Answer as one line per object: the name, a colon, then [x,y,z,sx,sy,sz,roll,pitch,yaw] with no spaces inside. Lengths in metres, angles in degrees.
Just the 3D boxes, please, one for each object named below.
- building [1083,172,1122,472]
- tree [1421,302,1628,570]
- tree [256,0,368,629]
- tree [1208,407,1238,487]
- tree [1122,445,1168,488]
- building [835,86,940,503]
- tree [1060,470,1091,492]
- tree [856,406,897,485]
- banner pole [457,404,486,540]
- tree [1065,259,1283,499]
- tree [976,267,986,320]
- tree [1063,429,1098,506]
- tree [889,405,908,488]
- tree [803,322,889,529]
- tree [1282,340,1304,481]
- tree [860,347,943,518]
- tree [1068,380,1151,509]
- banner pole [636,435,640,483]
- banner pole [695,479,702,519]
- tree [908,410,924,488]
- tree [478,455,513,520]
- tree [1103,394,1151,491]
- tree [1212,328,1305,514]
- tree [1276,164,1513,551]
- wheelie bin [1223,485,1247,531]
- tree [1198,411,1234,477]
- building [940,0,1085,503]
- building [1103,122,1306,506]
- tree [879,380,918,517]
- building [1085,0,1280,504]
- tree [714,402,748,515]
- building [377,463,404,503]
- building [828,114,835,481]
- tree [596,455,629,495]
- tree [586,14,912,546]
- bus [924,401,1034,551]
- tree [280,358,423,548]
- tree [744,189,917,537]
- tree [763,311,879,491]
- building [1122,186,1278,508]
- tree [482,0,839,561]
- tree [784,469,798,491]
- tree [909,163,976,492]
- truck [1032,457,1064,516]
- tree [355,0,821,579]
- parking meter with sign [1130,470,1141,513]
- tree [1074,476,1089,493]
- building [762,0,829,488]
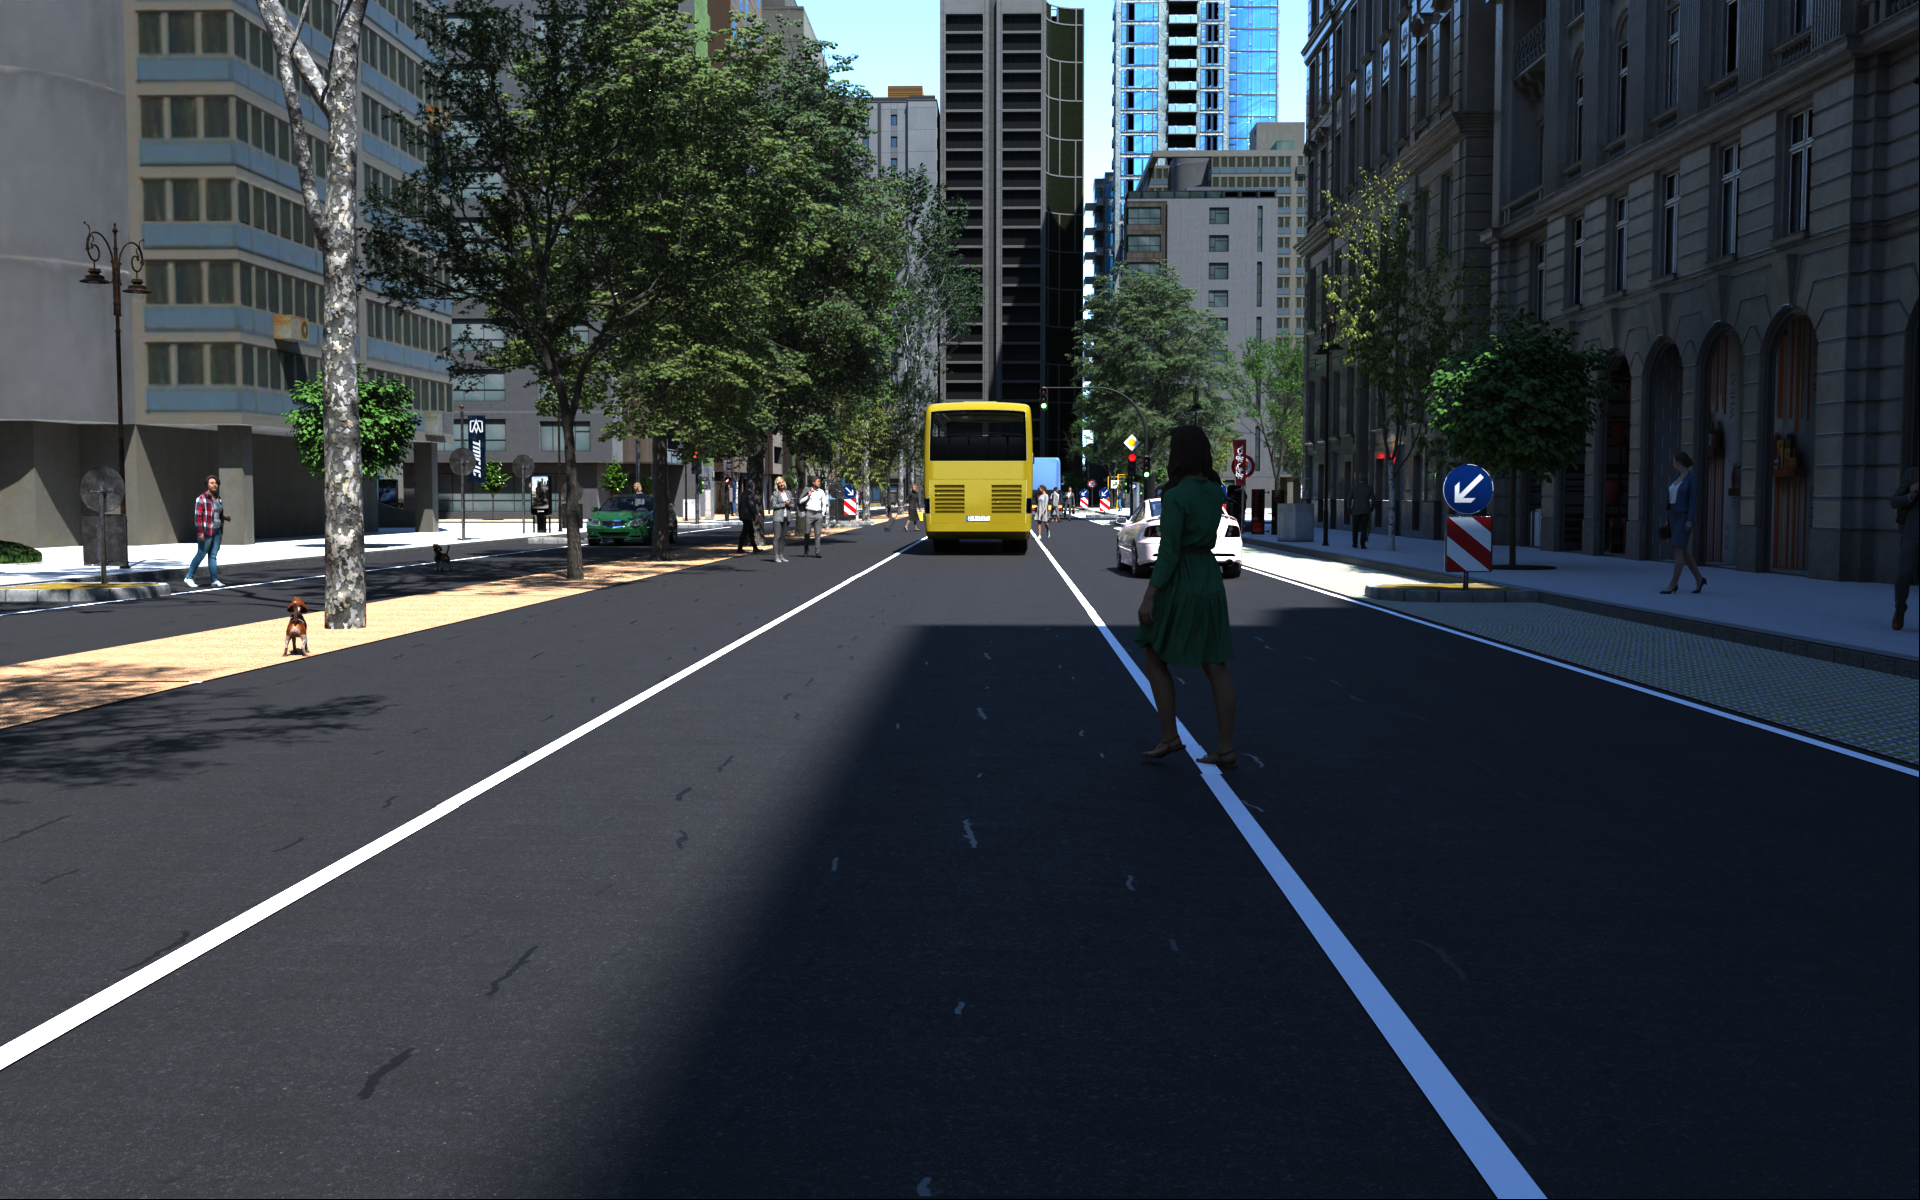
building: [33.338,-38.786,253.752,30.456,49.044,23.786,0,4,1]
tree: [9.640,-2.819,29.810,4.285,4.588,4.351,0,3,0]
tree: [-7.732,-9.808,18.708,12.611,20.169,13.585,0,3,0]
tree: [20.969,-11.864,144.346,4.737,8.622,4.395,0,3,0]
tree: [11.690,-7.704,109.680,4.285,4.588,4.351,0,3,0]
building: [-17.003,-43.512,253.423,28.212,58.520,21.231,0,4,1]
tree: [14.234,-15.058,229.917,4.285,4.588,4.351,0,3,0]
tree: [-10.230,-17.308,201.114,7.486,12.596,7.792,0,3,0]
banner pole: [-13.676,-3.575,48.474,0.863,3.779,0.401,0,4,-8]
tree: [10.512,-11.441,93.716,9.857,13.997,8.962,0,3,0]
tree: [-5.243,-15.900,118.316,12.611,20.169,13.585,0,3,0]
tree: [12.912,-14.566,188.517,4.360,8.622,3.978,0,3,0]
tree: [-4.970,-8.012,83.816,4.737,8.622,4.395,0,3,0]
tree: [-5.311,-7.124,69.297,4.737,8.622,4.395,0,3,0]
tree: [29.613,-14.370,141.601,9.857,13.997,8.962,0,3,0]
tree: [-4.153,-10.177,103.255,8.767,10.594,7.601,0,4,1]
tree: [13.018,-13.574,147.686,9.928,11.665,9.643,0,3,0]
banner pole: [-13.320,-4.995,71.682,0.401,3.779,0.863,-1,4,-22]
banner pole: [-13.486,-6.041,88.784,0.401,3.779,0.863,0,4,1]
tree: [-3.751,-11.483,140.561,4.737,8.622,4.395,0,3,0]
tree: [-23.204,-5.572,85.711,1.663,3.219,1.824,0,3,0]
tree: [11.945,-10.262,118.143,4.737,8.622,4.395,0,3,0]
tree: [20.154,-11.288,110.309,9.928,11.665,9.643,0,3,0]
tree: [9.811,-5.402,38.688,4.737,8.622,4.395,0,3,0]
wheelie bin: [9.599,-3.209,60.377,0.980,1.594,0.693,-3,5,-40]
tree: [21.834,-12.315,151.717,4.360,8.622,3.978,0,3,0]
building: [7.680,-49.807,252.603,20.611,71.187,20.563,0,4,1]
building: [31.922,-30.195,185.572,32.217,40.220,23.993,0,4,1]
tree: [-4.642,-9.577,109.398,4.360,8.622,3.978,0,3,0]
building: [27.401,-54.988,211.726,22.319,86.520,31.000,0,4,1]
tree: [-13.616,-9.518,105.976,4.360,8.622,3.978,0,3,0]
building: [-58.430,-36.667,219.116,30.456,49.044,23.786,0,4,1]
building: [-21.061,-32.780,186.069,14.600,45.320,14.200,0,4,1]
tree: [-17.227,-5.582,85.859,1.663,3.219,1.824,0,3,0]
tree: [-5.687,-8.451,47.293,9.857,13.997,8.962,0,3,0]
bus: [0.602,-3.334,46.065,2.896,3.916,12.252,0,4,2]
tree: [-14.469,-3.518,41.236,4.285,4.588,4.351,0,3,0]
tree: [-5.225,-7.897,57.329,9.928,11.665,9.643,0,3,0]
tree: [-5.291,-6.840,64.655,4.360,8.622,3.978,0,3,0]
building: [22.610,-24.182,167.082,14.160,30.474,14.107,0,4,1]
tree: [-6.513,-7.130,37.157,7.486,12.596,7.792,0,3,0]
tree: [-12.820,-8.239,129.310,1.663,3.219,1.824,0,3,0]
tree: [-6.178,-14.306,92.254,12.611,20.169,13.585,0,3,0]
truck: [5.901,-8.044,121.285,2.967,4.110,18.799,0,4,3]
tree: [-6.437,-5.645,29.158,8.767,10.594,7.601,0,4,1]
parking meter with sign: [10.721,-6.704,105.864,0.543,3.016,1.738,1,4,20]
tree: [12.875,-11.553,183.500,1.663,3.219,1.824,0,3,0]
building: [-24.422,-33.260,167.501,21.300,48.544,21.600,0,4,1]
